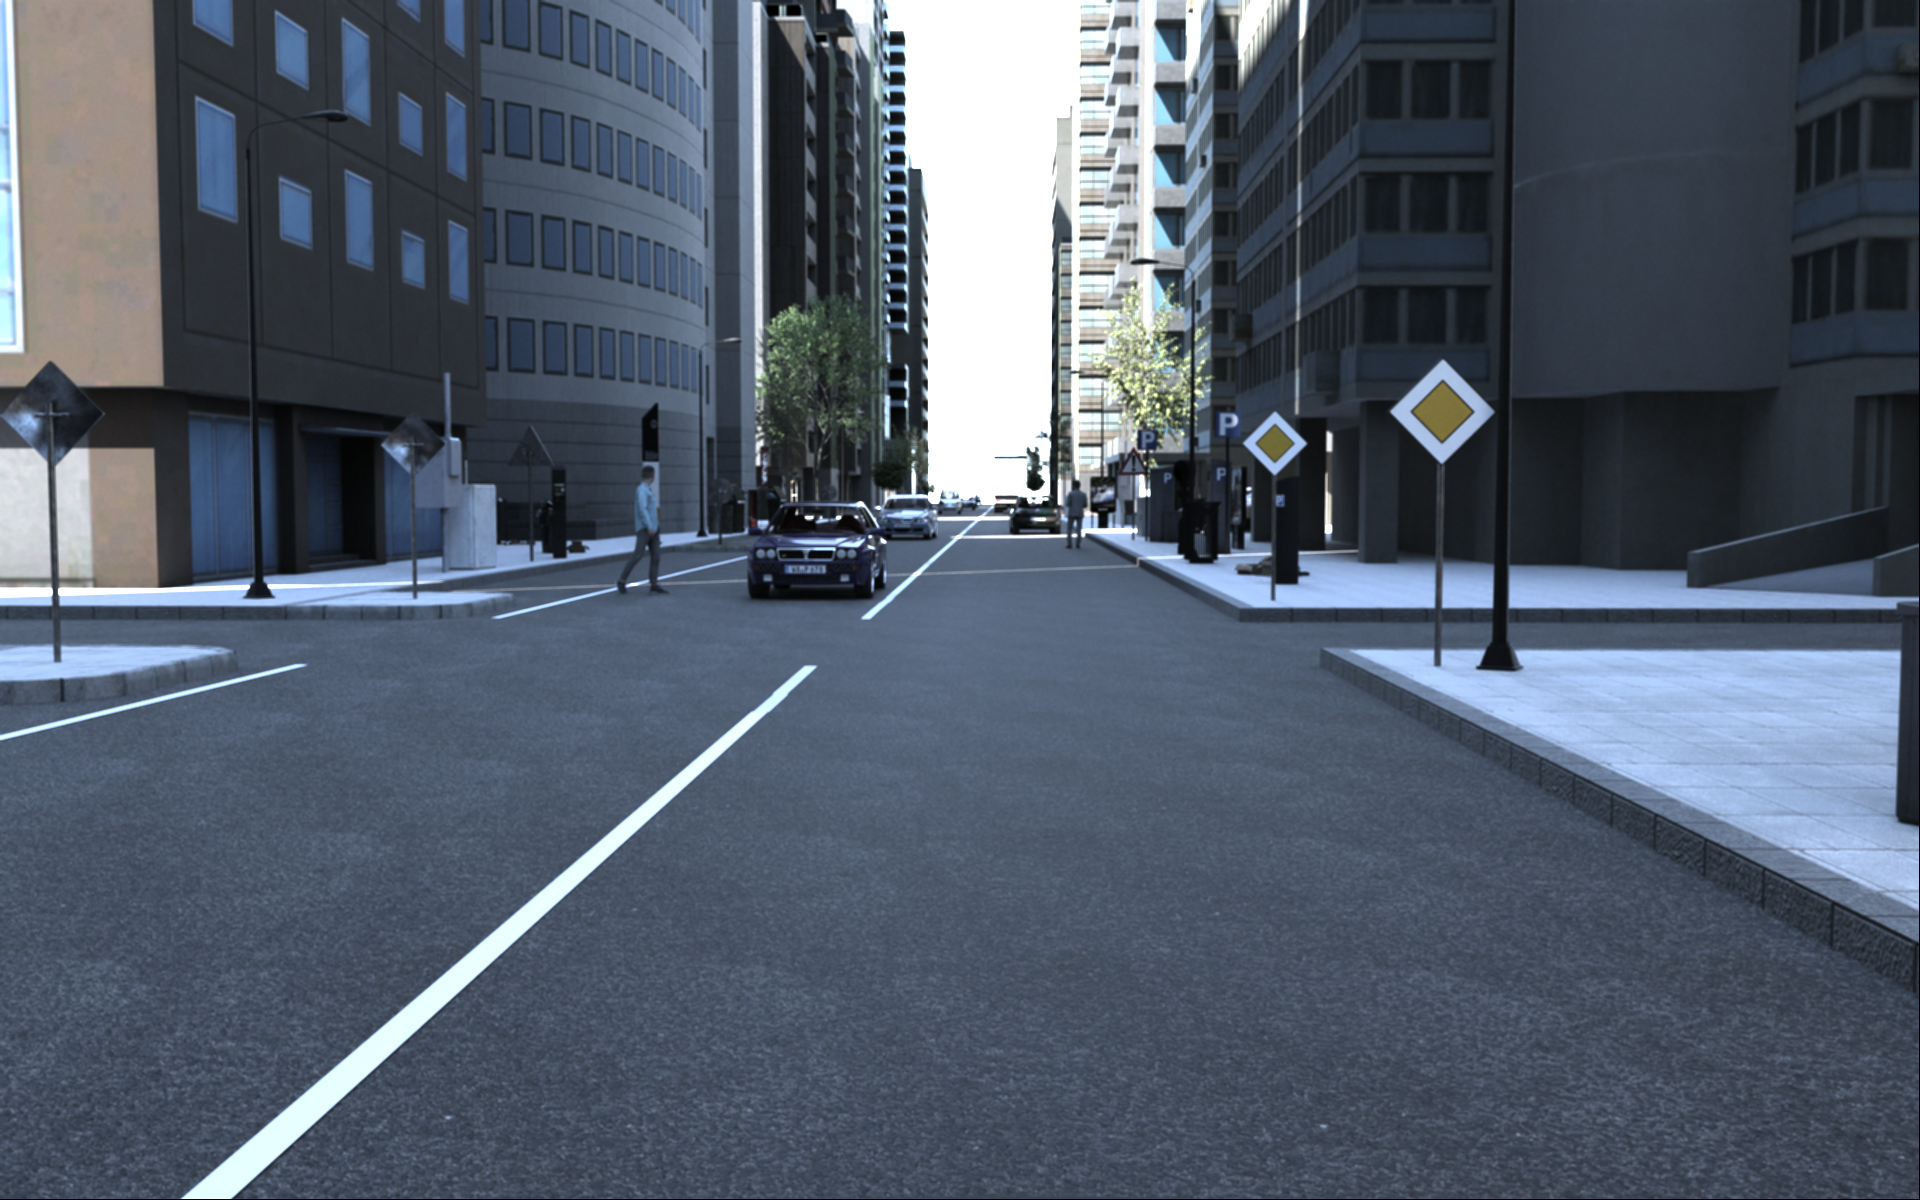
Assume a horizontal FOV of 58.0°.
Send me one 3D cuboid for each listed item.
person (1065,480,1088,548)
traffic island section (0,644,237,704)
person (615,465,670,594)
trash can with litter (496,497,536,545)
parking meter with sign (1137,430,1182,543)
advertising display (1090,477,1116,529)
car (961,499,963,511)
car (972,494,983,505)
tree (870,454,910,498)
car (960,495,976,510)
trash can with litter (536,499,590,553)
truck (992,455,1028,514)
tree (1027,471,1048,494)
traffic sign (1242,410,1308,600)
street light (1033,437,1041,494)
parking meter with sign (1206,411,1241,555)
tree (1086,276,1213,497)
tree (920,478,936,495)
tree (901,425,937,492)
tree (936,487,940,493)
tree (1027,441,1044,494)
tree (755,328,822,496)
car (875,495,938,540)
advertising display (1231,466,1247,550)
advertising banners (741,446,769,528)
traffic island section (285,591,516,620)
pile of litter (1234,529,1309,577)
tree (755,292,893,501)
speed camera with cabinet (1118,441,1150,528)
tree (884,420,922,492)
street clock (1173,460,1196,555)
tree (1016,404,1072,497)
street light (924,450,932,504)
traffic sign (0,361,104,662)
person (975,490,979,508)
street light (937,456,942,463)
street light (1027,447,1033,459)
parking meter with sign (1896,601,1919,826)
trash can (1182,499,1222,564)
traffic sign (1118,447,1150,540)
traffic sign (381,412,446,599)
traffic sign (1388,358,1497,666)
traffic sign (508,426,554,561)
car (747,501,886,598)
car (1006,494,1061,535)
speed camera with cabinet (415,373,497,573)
[{"bbox_3d":[3.060,-2.283,46.020,0.606,1.804,0.583,-1,4,-19],"label":"person"},{"bbox_3d":[-6.907,0.555,13.214,2.009,0.180,2.903,0,4,2],"label":"traffic island section"},{"bbox_3d":[-4.547,-1.008,24.835,0.748,1.841,0.638,1,4,11],"label":"person"},{"bbox_3d":[-11.435,-2.007,43.877,2.233,1.210,1.678,1,4,20],"label":"trash can with litter"},{"bbox_3d":[5.373,-3.058,46.255,0.543,3.016,1.738,-1,4,-21],"label":"parking meter with sign"},{"bbox_3d":[5.321,-3.616,64.331,0.974,1.923,0.123,1,4,22],"label":"advertising display"},{"bbox_3d":[-0.696,-8.346,146.245,2.009,1.686,4.222,0,4,3],"label":"car"},{"bbox_3d":[2.149,-13.875,238.865,2.014,1.417,4.499,0,4,1],"label":"car"},{"bbox_3d":[-5.734,-9.668,141.780,4.285,4.588,4.351,0,3,0],"label":"tree"},{"bbox_3d":[0.516,-8.783,156.186,1.945,1.354,3.894,0,4,1],"label":"car"},{"bbox_3d":[-8.672,-1.617,37.817,1.055,1.170,0.624,-2,4,-29],"label":"trash can with litter"},{"bbox_3d":[3.789,-8.677,130.778,2.839,4.237,11.283,0,4,2],"label":"truck"},{"bbox_3d":[10.232,-15.326,234.298,4.285,4.588,4.351,0,3,0],"label":"tree"},{"bbox_3d":[3.774,-1.051,20.830,0.795,2.450,0.064,0,4,2],"label":"traffic sign"},{"bbox_3d":[6.914,-10.274,140.525,1.470,5.913,1.316,0,4,2],"label":"street light"},{"bbox_3d":[5.608,-2.516,37.394,0.543,3.016,1.738,0,4,-2],"label":"parking meter with sign"},{"bbox_3d":[6.519,-6.675,59.501,4.737,8.622,4.395,0,3,0],"label":"tree"},{"bbox_3d":[-4.173,-12.904,205.583,1.663,3.219,1.824,0,3,0],"label":"tree"},{"bbox_3d":[-4.323,-14.353,185.027,4.360,8.622,3.978,0,3,0],"label":"tree"},{"bbox_3d":[-3.639,-14.976,239.462,1.663,3.219,1.824,0,3,0],"label":"tree"},{"bbox_3d":[10.401,-18.256,248.840,4.737,8.622,4.395,0,3,0],"label":"tree"},{"bbox_3d":[-7.889,-7.681,75.950,4.360,8.622,3.978,0,3,0],"label":"tree"},{"bbox_3d":[-1.689,-2.676,55.752,2.014,1.417,4.499,0,4,3],"label":"car"},{"bbox_3d":[6.481,-2.148,40.327,0.123,1.923,0.974,0,4,-6],"label":"advertising display"},{"bbox_3d":[-7.570,-4.094,63.116,0.090,3.025,2.074,2,4,31],"label":"advertising banners"},{"bbox_3d":[-6.689,0.066,21.196,2.009,0.180,2.903,0,4,2],"label":"traffic island section"},{"bbox_3d":[4.956,-0.830,27.531,1.176,0.858,1.719,1,4,10],"label":"pile of litter"},{"bbox_3d":[-7.292,-9.988,89.061,9.928,11.665,9.643,0,3,0],"label":"tree"},{"bbox_3d":[6.789,-4.263,64.040,2.038,3.252,0.660,3,5,44],"label":"speed camera with cabinet"},{"bbox_3d":[-5.791,-13.541,171.749,4.737,8.622,4.395,0,3,0],"label":"tree"},{"bbox_3d":[4.765,-1.971,36.798,0.358,2.002,0.471,-2,4,-35],"label":"street clock"},{"bbox_3d":[9.290,-15.050,180.487,7.601,10.594,8.767,-2,4,-27],"label":"tree"},{"bbox_3d":[-3.740,-12.731,180.686,1.470,5.913,1.316,0,4,2],"label":"street light"},{"bbox_3d":[-6.883,-0.582,13.152,0.795,2.450,0.064,0,4,2],"label":"traffic sign"},{"bbox_3d":[1.782,-10.746,184.179,0.705,1.826,1.348,-1,4,-16],"label":"person"},{"bbox_3d":[-3.007,-14.607,211.365,1.470,5.913,1.316,0,4,2],"label":"street light"},{"bbox_3d":[7.687,-12.176,171.622,1.470,5.913,1.316,0,4,2],"label":"street light"},{"bbox_3d":[4.522,-0.647,6.844,1.738,3.016,0.543,-1,4,-23],"label":"parking meter with sign"},{"bbox_3d":[4.489,-1.255,32.177,0.748,1.137,0.748,0,3,0],"label":"trash can"},{"bbox_3d":[4.828,-2.946,48.178,0.884,2.594,0.081,0,4,7],"label":"traffic sign"},{"bbox_3d":[-6.665,-1.070,21.134,0.795,2.450,0.064,0,4,2],"label":"traffic sign"},{"bbox_3d":[3.557,-0.563,12.848,0.795,2.450,0.064,0,4,2],"label":"traffic sign"},{"bbox_3d":[-8.170,-2.016,32.973,0.884,2.594,0.081,0,4,2],"label":"traffic sign"},{"bbox_3d":[-2.019,-0.764,25.064,1.945,1.354,3.894,0,4,1],"label":"car"},{"bbox_3d":[2.692,-3.225,62.516,2.009,1.686,4.222,0,4,0],"label":"car"},{"bbox_3d":[-8.463,-2.124,29.061,0.660,3.252,2.038,1,4,8],"label":"speed camera with cabinet"}]
